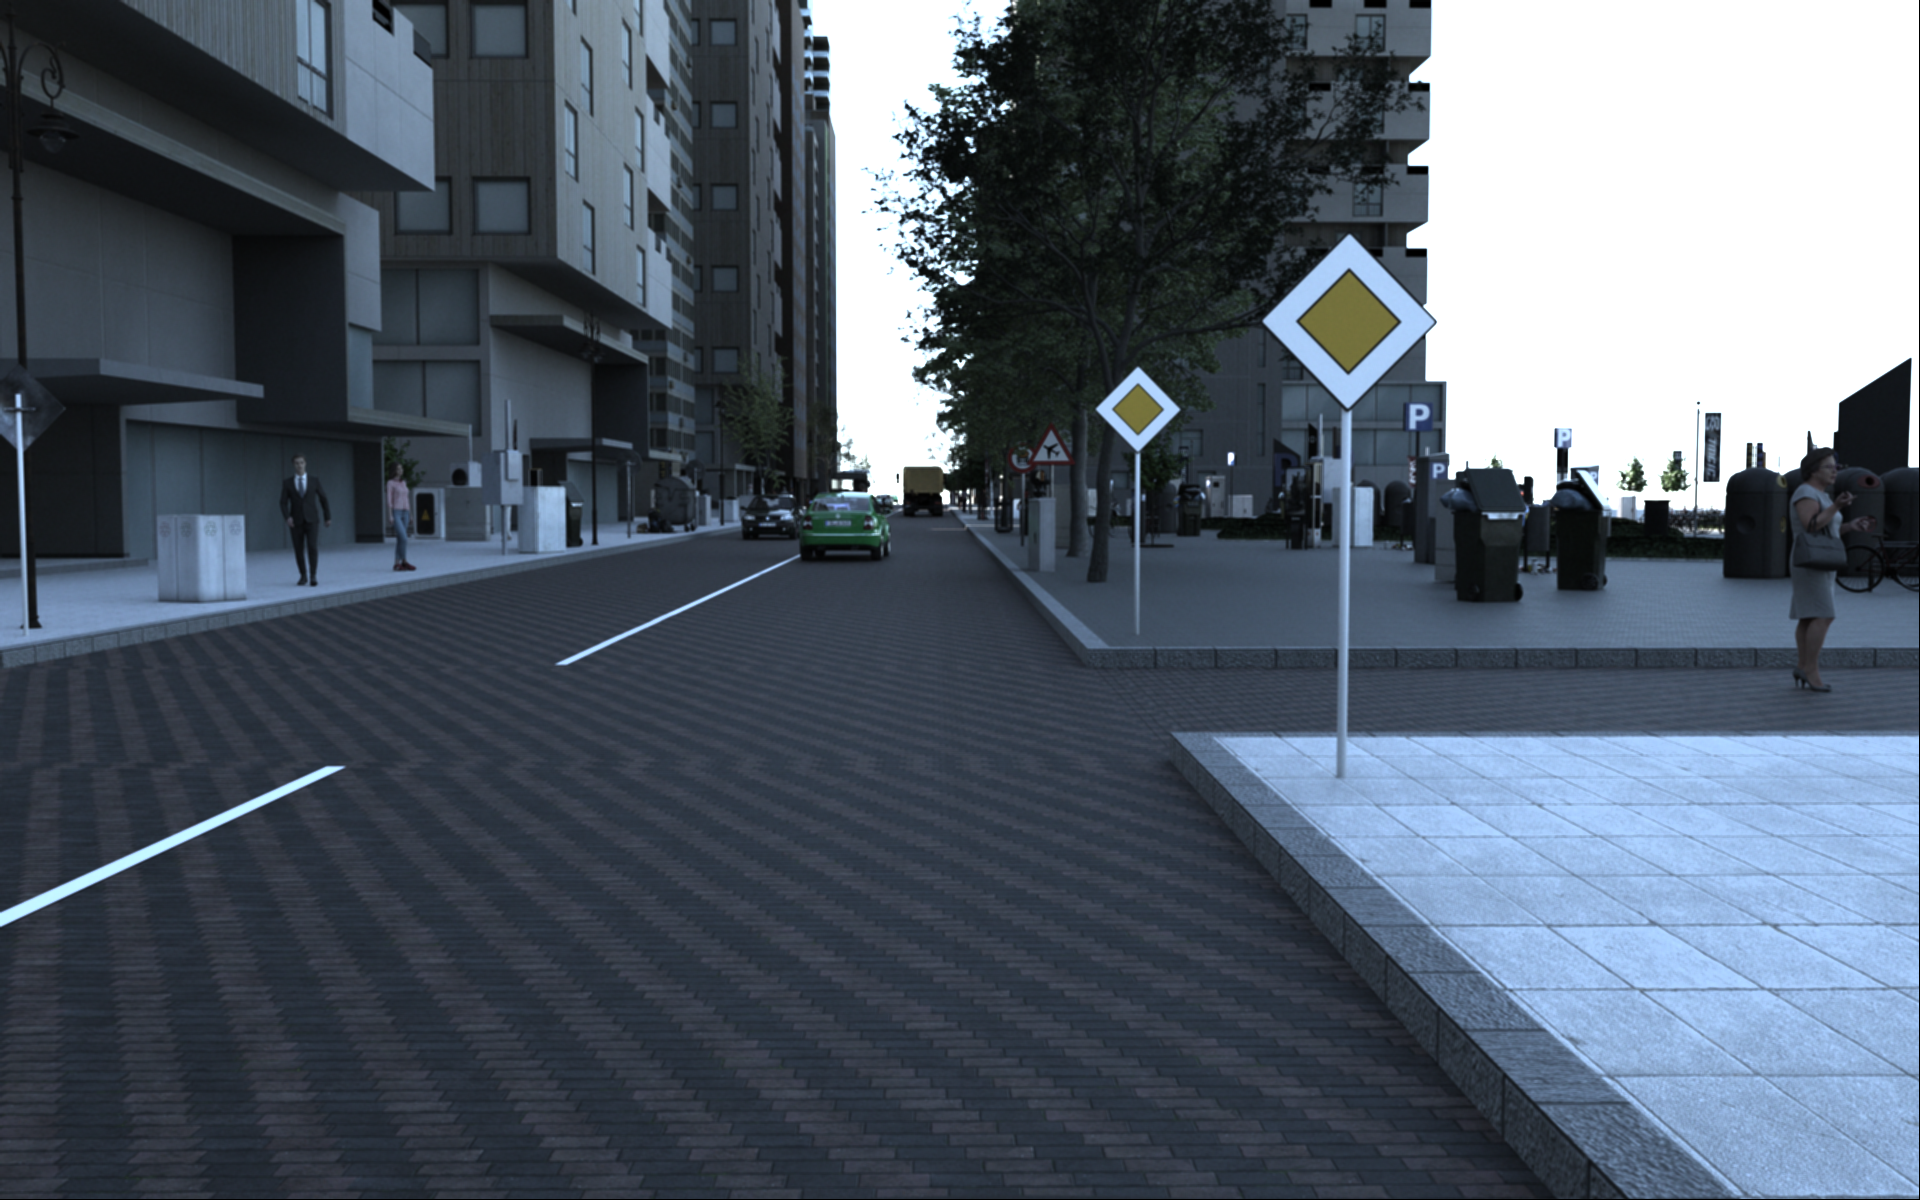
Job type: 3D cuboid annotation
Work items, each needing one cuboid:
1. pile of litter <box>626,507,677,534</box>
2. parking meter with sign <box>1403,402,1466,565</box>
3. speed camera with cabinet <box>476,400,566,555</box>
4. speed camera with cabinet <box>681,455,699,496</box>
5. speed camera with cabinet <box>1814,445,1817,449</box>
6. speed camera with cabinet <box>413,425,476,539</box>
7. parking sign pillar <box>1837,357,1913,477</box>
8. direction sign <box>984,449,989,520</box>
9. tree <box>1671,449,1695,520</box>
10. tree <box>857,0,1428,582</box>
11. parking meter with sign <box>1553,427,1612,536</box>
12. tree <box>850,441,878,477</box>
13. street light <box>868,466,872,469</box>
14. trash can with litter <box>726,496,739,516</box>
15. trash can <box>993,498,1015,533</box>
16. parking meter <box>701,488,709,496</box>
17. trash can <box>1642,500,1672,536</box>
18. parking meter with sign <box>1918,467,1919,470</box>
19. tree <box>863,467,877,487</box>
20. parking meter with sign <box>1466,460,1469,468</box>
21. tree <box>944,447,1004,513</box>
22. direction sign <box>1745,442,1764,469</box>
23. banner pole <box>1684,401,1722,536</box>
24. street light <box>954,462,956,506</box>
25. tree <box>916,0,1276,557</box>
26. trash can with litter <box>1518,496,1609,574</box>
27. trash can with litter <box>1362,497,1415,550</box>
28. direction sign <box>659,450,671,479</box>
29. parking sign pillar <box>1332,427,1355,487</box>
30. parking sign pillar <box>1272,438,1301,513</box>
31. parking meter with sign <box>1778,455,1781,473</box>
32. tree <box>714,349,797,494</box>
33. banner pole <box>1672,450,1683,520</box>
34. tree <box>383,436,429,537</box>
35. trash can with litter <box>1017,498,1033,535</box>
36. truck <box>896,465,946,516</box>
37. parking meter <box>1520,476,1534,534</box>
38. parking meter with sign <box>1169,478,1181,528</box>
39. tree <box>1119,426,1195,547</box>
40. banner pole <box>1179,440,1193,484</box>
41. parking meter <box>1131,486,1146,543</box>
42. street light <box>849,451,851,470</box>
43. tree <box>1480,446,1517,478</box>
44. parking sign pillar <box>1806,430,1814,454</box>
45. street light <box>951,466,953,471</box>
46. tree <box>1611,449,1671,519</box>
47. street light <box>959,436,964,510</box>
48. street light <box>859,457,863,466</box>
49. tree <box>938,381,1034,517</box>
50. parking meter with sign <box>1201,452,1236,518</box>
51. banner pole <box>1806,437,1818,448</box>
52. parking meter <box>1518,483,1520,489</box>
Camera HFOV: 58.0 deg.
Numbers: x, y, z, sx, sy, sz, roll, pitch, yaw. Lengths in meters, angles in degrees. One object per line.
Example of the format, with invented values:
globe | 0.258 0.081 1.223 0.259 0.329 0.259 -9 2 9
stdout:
pile of litter | -10.124 -2.620 56.796 1.719 0.858 1.176 -1 4 -12
parking meter with sign | 8.767 -2.199 32.208 0.543 3.016 1.738 0 4 -3
speed camera with cabinet | -9.347 -2.619 37.157 0.660 3.252 2.038 2 4 27
speed camera with cabinet | -13.975 -5.791 89.018 0.660 3.252 2.038 1 4 9
speed camera with cabinet | 34.648 -4.694 71.079 0.660 3.252 2.038 1 4 10
speed camera with cabinet | -14.646 -3.370 49.436 2.038 3.252 0.660 2 4 25
parking sign pillar | 18.047 -2.805 34.336 1.447 3.967 1.447 1 4 10
direction sign | 1.297 -5.828 87.285 0.379 3.537 0.876 0 4 7
tree | 30.464 -4.864 74.124 1.663 3.219 1.824 0 3 0
tree | 2.224 -5.526 24.764 8.767 10.594 7.601 -3 5 -43
parking meter with sign | 16.036 -2.951 44.514 0.543 3.016 1.738 -1 4 -21
tree | -13.235 -17.755 240.654 4.737 8.622 4.395 0 3 0
street light | -11.969 -15.778 230.756 0.468 5.910 1.993 0 4 -1
trash can with litter | -10.753 -4.293 81.577 0.624 1.170 1.055 0 4 2
trash can | 1.456 -2.800 57.427 0.748 1.137 0.748 0 3 0
parking meter | -11.018 -4.066 74.895 0.372 1.533 0.369 0 3 0
trash can | 18.160 -2.049 45.160 0.748 1.137 0.748 0 3 0
parking meter with sign | 26.869 -3.192 48.449 1.738 3.016 0.543 3 5 41
tree | -11.741 -13.971 212.131 4.285 4.588 4.351 0 3 0
parking meter with sign | 25.188 -5.672 88.994 1.738 3.016 0.543 0 4 6
tree | 1.405 -8.199 117.763 4.285 4.588 4.351 0 3 0
direction sign | 34.556 -5.101 75.401 0.876 3.537 0.379 -1 4 -15
banner pole | 20.005 -3.453 46.469 0.863 3.779 0.401 0 4 3
street light | -0.072 -11.854 166.592 0.468 5.910 1.993 0 4 -1
tree | 2.836 -7.169 35.344 7.486 12.596 7.792 0 3 0
trash can with litter | 9.893 -1.072 28.580 2.233 1.210 1.678 -2 4 -28
trash can with litter | 10.401 -1.753 39.721 1.678 1.210 2.233 -1 4 -18
direction sign | -15.173 -5.979 89.754 0.876 3.537 0.379 -2 4 -29
parking sign pillar | 15.465 -4.976 69.831 1.447 3.967 1.447 3 4 36
parking sign pillar | 15.570 -5.753 82.529 1.447 3.967 1.447 1 4 8
parking meter with sign | 37.494 -4.961 77.380 1.738 3.016 0.543 2 4 30
tree | -10.063 -8.370 87.209 4.737 8.622 4.395 0 3 0
banner pole | 36.179 -5.932 86.998 0.863 3.779 0.401 2 4 24
tree | -17.013 -3.494 51.722 1.663 3.219 1.824 0 3 0
trash can with litter | 2.021 -2.602 53.925 0.624 1.170 1.055 0 4 -4
truck | -2.530 -7.344 115.998 3.469 3.379 9.791 0 4 -3
parking meter | 18.139 -3.032 55.277 0.255 1.863 0.399 2 4 32
parking meter with sign | 7.957 -4.205 65.010 1.738 3.016 0.543 -3 5 -40
tree | 4.605 -2.906 42.114 1.663 3.219 1.824 0 3 0
banner pole | 10.486 -5.505 80.030 0.863 3.779 0.401 2 4 24
parking meter | 4.669 -2.258 45.327 0.372 1.533 0.369 0 3 0
street light | -11.193 -12.415 175.770 0.468 5.910 1.993 0 4 -1
tree | 21.627 -4.595 69.733 1.663 3.219 1.824 0 3 0
parking sign pillar | 36.095 -5.184 73.234 1.447 3.967 1.447 2 4 35
street light | -0.545 -13.536 194.105 0.468 5.910 1.993 0 4 -1
tree | 27.988 -4.712 71.645 1.663 3.219 1.824 0 3 0
street light | 0.271 -10.158 138.865 0.468 5.910 1.993 0 4 -1
street light | -11.581 -14.080 202.989 0.468 5.910 1.993 0 4 -1
tree | 1.935 -8.851 95.079 4.737 8.622 4.395 0 3 0
parking meter with sign | 10.614 -4.647 72.238 1.738 3.016 0.543 -1 4 -22
banner pole | 37.194 -5.244 75.755 0.863 3.779 0.401 -1 4 -23
parking meter | 29.405 -5.194 90.631 0.399 1.863 0.255 2 4 24
